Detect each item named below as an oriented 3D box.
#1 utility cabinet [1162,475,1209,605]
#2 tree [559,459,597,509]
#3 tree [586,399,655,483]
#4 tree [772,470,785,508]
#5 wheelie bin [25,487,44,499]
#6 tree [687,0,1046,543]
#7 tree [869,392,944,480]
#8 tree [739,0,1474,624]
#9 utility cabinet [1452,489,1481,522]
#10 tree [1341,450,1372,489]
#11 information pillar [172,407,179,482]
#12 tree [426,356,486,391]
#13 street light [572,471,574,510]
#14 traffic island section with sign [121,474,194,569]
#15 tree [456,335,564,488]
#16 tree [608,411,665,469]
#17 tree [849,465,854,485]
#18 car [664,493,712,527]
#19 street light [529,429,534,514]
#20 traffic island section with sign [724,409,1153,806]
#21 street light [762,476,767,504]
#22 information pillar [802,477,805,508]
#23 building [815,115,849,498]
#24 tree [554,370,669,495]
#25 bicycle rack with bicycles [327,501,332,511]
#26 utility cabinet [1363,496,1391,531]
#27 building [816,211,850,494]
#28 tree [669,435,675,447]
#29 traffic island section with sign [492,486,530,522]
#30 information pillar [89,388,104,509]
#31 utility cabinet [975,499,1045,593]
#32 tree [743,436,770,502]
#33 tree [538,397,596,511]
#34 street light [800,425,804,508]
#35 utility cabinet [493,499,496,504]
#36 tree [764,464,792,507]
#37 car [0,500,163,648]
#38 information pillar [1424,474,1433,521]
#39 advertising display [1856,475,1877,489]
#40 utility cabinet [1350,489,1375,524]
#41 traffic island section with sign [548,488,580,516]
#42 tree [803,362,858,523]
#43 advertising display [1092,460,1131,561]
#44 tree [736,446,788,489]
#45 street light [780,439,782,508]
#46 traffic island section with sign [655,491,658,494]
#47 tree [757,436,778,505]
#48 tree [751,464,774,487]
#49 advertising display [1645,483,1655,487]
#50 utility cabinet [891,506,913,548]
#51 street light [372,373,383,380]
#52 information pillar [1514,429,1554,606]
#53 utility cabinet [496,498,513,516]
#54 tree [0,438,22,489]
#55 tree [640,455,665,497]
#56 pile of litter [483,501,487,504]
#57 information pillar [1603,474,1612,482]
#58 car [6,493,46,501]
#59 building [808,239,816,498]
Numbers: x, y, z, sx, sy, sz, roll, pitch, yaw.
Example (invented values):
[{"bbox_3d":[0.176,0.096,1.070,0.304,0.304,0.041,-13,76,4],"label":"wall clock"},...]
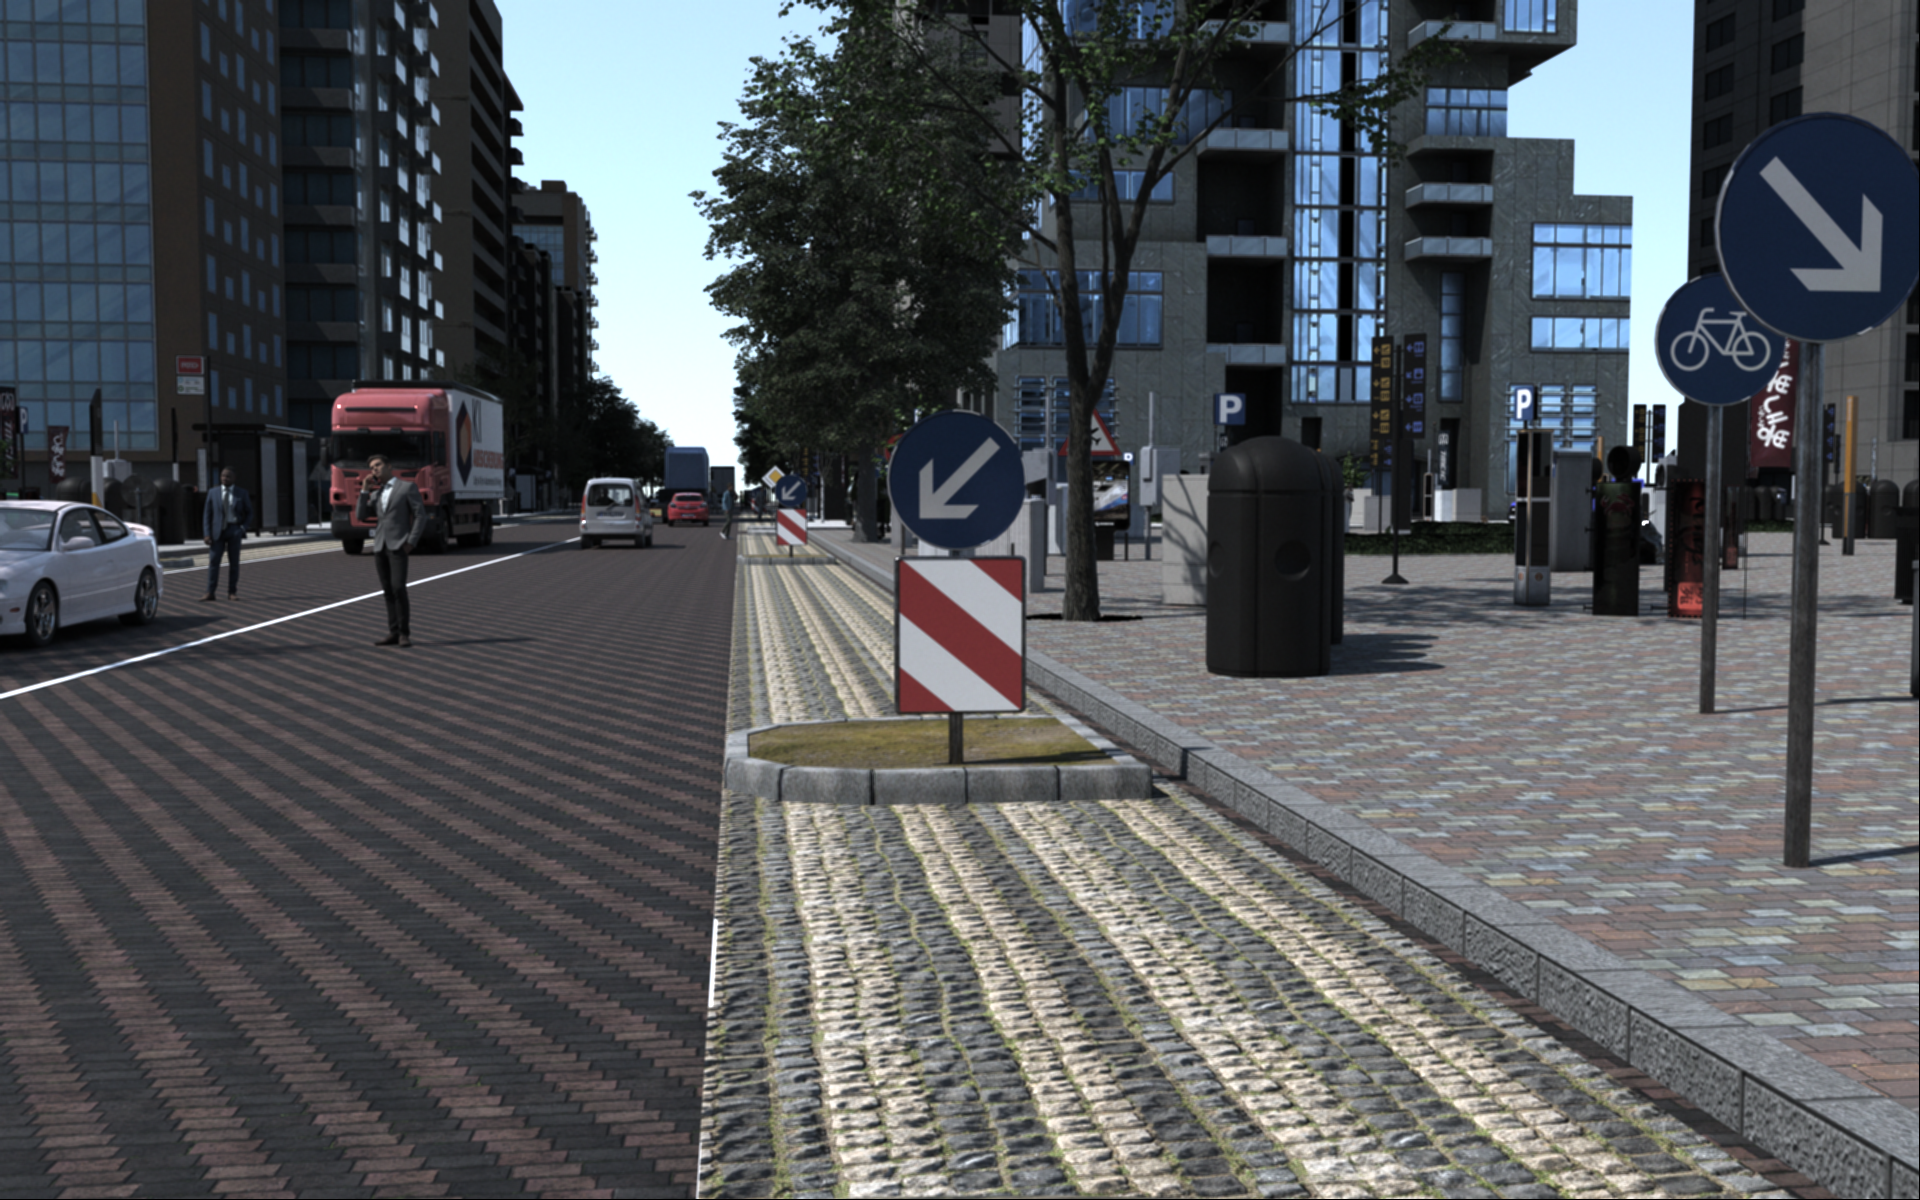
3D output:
[{"bbox_3d":[2.903,-0.675,19.721,1.173,1.500,0.318,2,4,31],"label":"utility cabinet"},{"bbox_3d":[-32.461,-9.987,146.995,4.285,4.588,4.351,0,3,0],"label":"tree"},{"bbox_3d":[-40.742,-17.569,204.264,9.611,12.733,9.660,0,3,0],"label":"tree"},{"bbox_3d":[-13.841,-8.591,135.063,1.663,3.219,1.824,0,3,0],"label":"tree"},{"bbox_3d":[-39.296,-3.999,73.296,0.980,1.594,0.693,-1,4,-20],"label":"wheelie bin"},{"bbox_3d":[-2.522,-8.479,45.293,9.857,13.997,8.962,0,3,0],"label":"tree"},{"bbox_3d":[-0.707,-2.354,33.091,1.663,3.219,1.824,0,3,0],"label":"tree"},{"bbox_3d":[1.374,-5.607,17.431,9.928,11.665,9.643,0,3,0],"label":"tree"},{"bbox_3d":[20.966,-3.853,71.682,1.173,1.500,0.318,-1,4,-16],"label":"utility cabinet"},{"bbox_3d":[17.273,-5.050,77.170,1.663,3.219,1.824,0,3,0],"label":"tree"},{"bbox_3d":[-21.218,-3.396,46.873,0.183,3.616,0.504,-1,4,-18],"label":"information pillar"},{"bbox_3d":[-26.895,-8.640,91.634,4.737,8.622,4.395,0,3,0],"label":"tree"},{"bbox_3d":[-31.871,-10.378,142.473,0.468,5.910,1.993,0,4,-7],"label":"street light"},{"bbox_3d":[-16.071,-1.528,33.604,1.989,1.847,2.006,0,4,-7],"label":"traffic island section with sign"},{"bbox_3d":[-27.278,-10.276,102.427,8.767,10.594,7.601,2,4,25],"label":"tree"},{"bbox_3d":[-45.181,-19.934,236.283,12.009,13.543,11.850,0,3,0],"label":"tree"},{"bbox_3d":[-6.714,-6.386,99.014,1.663,3.219,1.824,0,3,0],"label":"tree"},{"bbox_3d":[-12.197,-4.201,77.733,2.155,1.783,4.494,-1,4,-9],"label":"car"},{"bbox_3d":[-28.246,-8.651,114.232,0.468,5.910,1.993,0,4,-7],"label":"street light"},{"bbox_3d":[-0.210,-0.016,8.882,1.989,1.847,2.006,0,4,-7],"label":"traffic island section with sign"},{"bbox_3d":[-28.826,-17.138,252.989,0.468,5.910,1.993,0,4,-7],"label":"street light"},{"bbox_3d":[-8.680,-6.403,96.044,0.183,3.616,0.504,0,4,-8],"label":"information pillar"},{"bbox_3d":[-12.416,-44.762,273.858,21.231,58.520,28.212,0,4,-7],"label":"building"},{"bbox_3d":[-37.006,-16.604,178.133,9.857,13.997,8.962,0,3,0],"label":"tree"},{"bbox_3d":[-30.696,-4.515,87.209,2.852,0.926,2.925,-2,4,-24],"label":"bicycle rack with bicycles"},{"bbox_3d":[14.700,-3.036,60.800,1.020,1.237,0.306,0,4,1],"label":"utility cabinet"},{"bbox_3d":[-14.005,-34.820,252.908,14.154,41.232,14.086,0,4,-7],"label":"building"},{"bbox_3d":[-51.233,-23.329,288.084,9.857,13.997,8.962,0,3,0],"label":"tree"},{"bbox_3d":[-22.971,-4.864,88.156,1.989,1.847,2.006,0,4,-7],"label":"traffic island section with sign"},{"bbox_3d":[-18.931,-2.854,38.015,0.183,3.616,0.504,0,4,-7],"label":"information pillar"},{"bbox_3d":[0.644,-0.710,22.778,0.306,1.237,1.020,-3,5,-45],"label":"utility cabinet"},{"bbox_3d":[-30.064,-21.458,268.960,7.486,12.596,7.792,0,3,0],"label":"tree"},{"bbox_3d":[-31.375,-11.504,138.453,4.360,8.622,3.978,0,3,0],"label":"tree"},{"bbox_3d":[-8.604,-7.386,93.540,0.468,5.910,1.993,0,4,-7],"label":"street light"},{"bbox_3d":[-36.892,-7.756,137.974,1.020,1.237,0.306,1,4,12],"label":"utility cabinet"},{"bbox_3d":[-18.214,-11.597,173.331,4.285,4.588,4.351,0,3,0],"label":"tree"},{"bbox_3d":[-9.646,-0.316,17.536,2.083,1.381,4.827,0,4,-7],"label":"car"},{"bbox_3d":[17.226,-3.623,63.727,0.304,2.012,0.304,1,4,14],"label":"information pillar"},{"bbox_3d":[31.034,-3.328,59.626,0.123,1.923,0.974,-3,4,-36],"label":"advertising display"},{"bbox_3d":[16.762,-3.907,72.564,1.173,1.500,0.318,2,4,35],"label":"utility cabinet"},{"bbox_3d":[-26.485,-6.557,115.839,1.989,1.847,2.006,0,4,-7],"label":"traffic island section with sign"},{"bbox_3d":[-5.842,-7.705,76.346,4.360,8.622,3.978,0,3,0],"label":"tree"},{"bbox_3d":[2.774,-1.712,33.197,0.974,1.923,0.123,1,4,12],"label":"advertising display"},{"bbox_3d":[-32.894,-22.877,291.045,9.611,12.733,9.660,0,3,0],"label":"tree"},{"bbox_3d":[-14.674,-10.350,142.009,0.468,5.910,1.993,0,4,-7],"label":"street light"},{"bbox_3d":[-43.129,-14.597,247.289,1.989,1.847,2.006,0,4,-7],"label":"traffic island section with sign"},{"bbox_3d":[-21.707,-15.386,201.931,4.737,8.622,4.395,0,3,0],"label":"tree"},{"bbox_3d":[-29.694,-18.973,260.577,4.360,8.622,3.978,0,3,0],"label":"tree"},{"bbox_3d":[41.885,-6.114,105.177,0.974,1.923,0.123,3,5,41],"label":"advertising display"},{"bbox_3d":[-1.402,-1.858,41.539,0.306,1.237,1.020,1,4,13],"label":"utility cabinet"},{"bbox_3d":[-22.263,-5.722,66.335,0.468,5.910,1.993,0,4,-7],"label":"street light"},{"bbox_3d":[6.578,-0.940,19.866,0.304,2.012,0.304,-1,4,-12],"label":"information pillar"},{"bbox_3d":[-26.497,-5.503,101.137,1.020,1.237,0.306,3,5,42],"label":"utility cabinet"},{"bbox_3d":[-18.392,-2.304,32.265,1.663,3.219,1.824,0,3,0],"label":"tree"},{"bbox_3d":[-48.147,-20.219,264.984,7.601,10.594,8.767,2,4,26],"label":"tree"},{"bbox_3d":[-28.818,-5.579,105.183,1.719,0.858,1.176,2,4,26],"label":"pile of litter"},{"bbox_3d":[23.832,-3.635,63.926,0.304,2.012,0.304,-3,5,-42],"label":"information pillar"},{"bbox_3d":[-33.181,-3.203,61.158,4.718,1.807,1.959,0,4,-7],"label":"car"},{"bbox_3d":[-18.636,-39.443,295.000,14.600,45.320,14.200,0,4,-7],"label":"building"}]
